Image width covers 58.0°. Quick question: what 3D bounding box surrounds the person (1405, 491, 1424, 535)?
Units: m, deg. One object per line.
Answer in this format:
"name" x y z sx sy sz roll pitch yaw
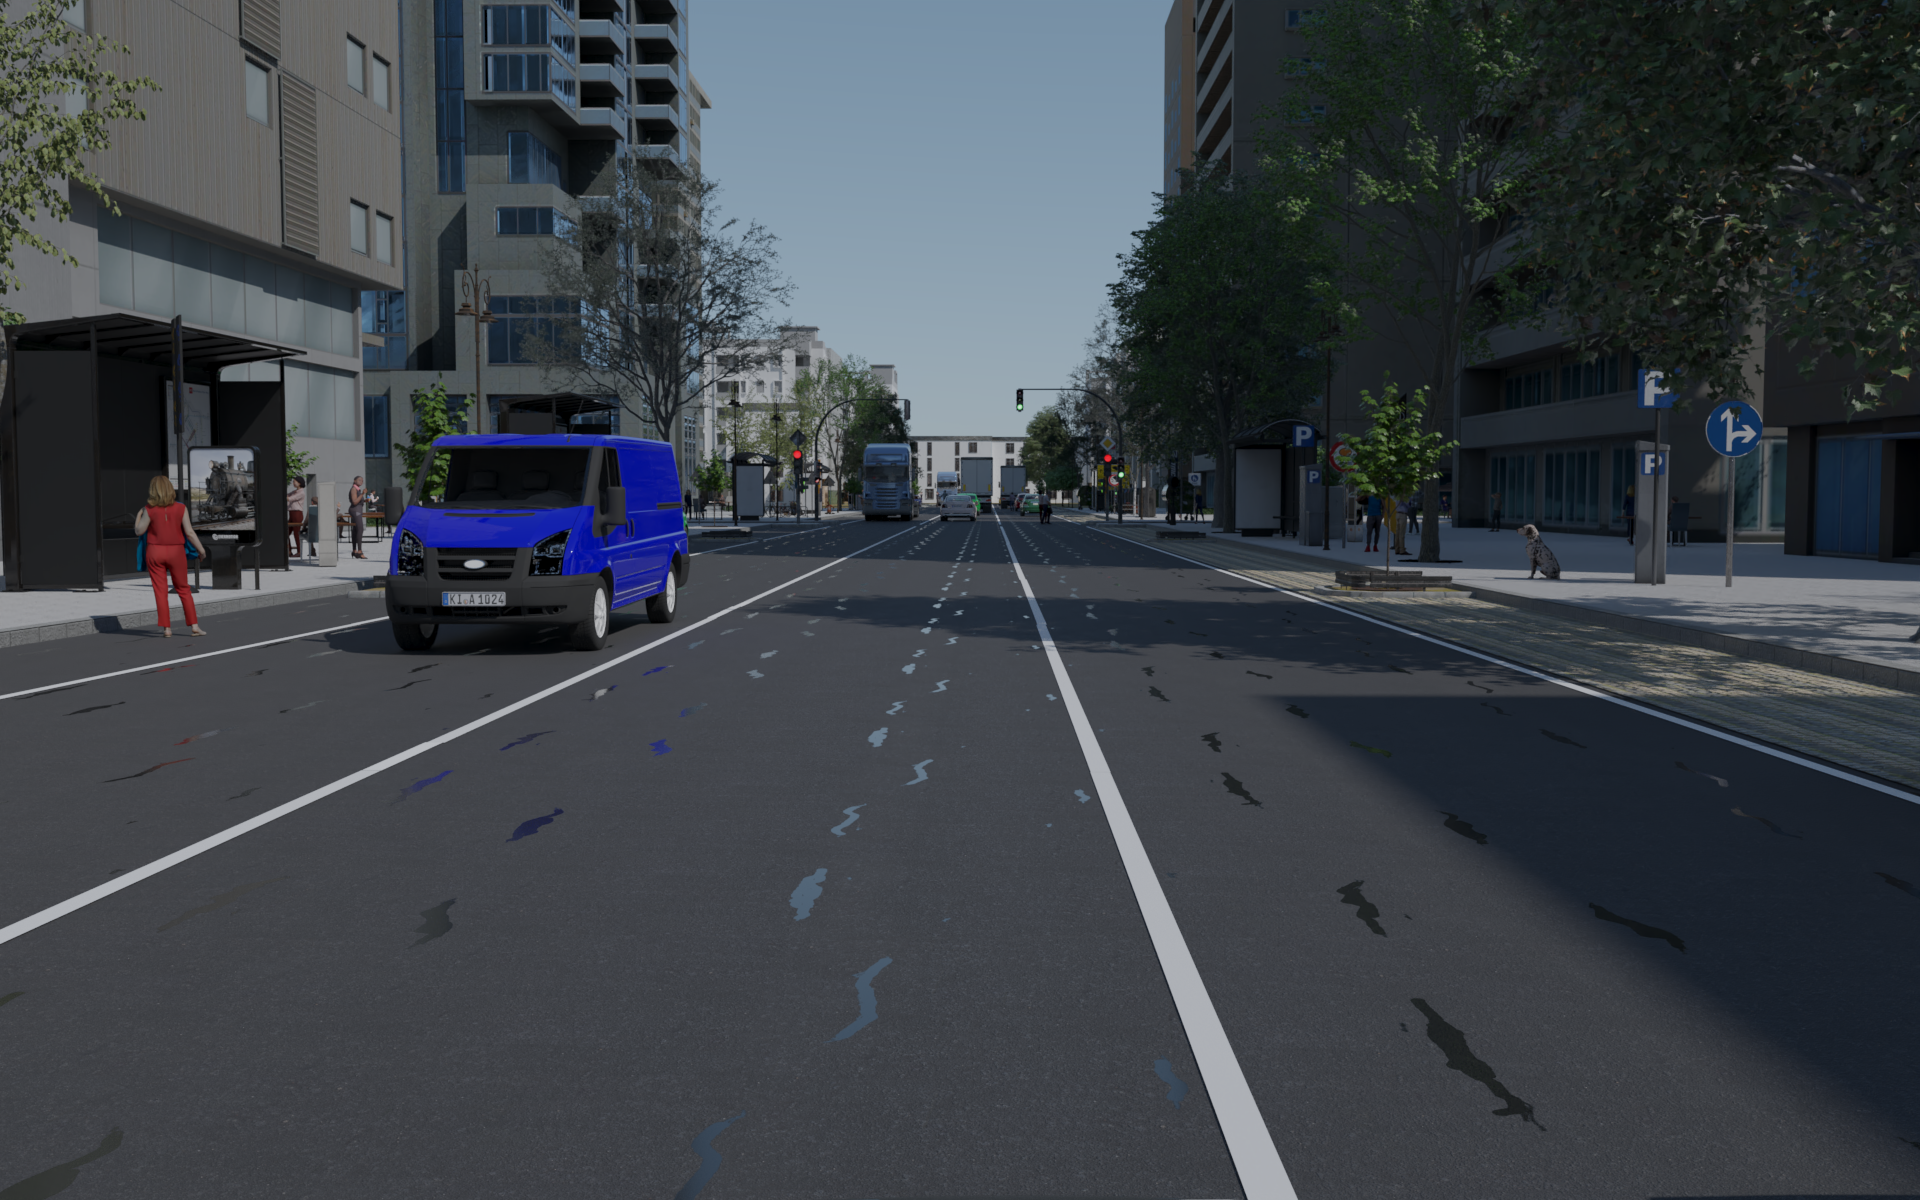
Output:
"person" 14.122 -2.890 54.013 0.841 1.734 0.376 -2 4 -32

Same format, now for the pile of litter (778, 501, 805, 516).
"pile of litter" -10.044 -5.471 103.424 1.719 0.858 1.176 0 4 -4

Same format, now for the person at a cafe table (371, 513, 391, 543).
"person at a cafe table" -16.040 -2.125 45.597 1.726 1.238 1.698 -1 4 -13

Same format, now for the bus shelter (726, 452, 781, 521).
"bus shelter" -10.122 -5.598 85.452 2.014 3.302 5.546 0 4 1

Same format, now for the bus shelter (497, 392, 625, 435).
"bus shelter" -9.769 -3.158 42.923 1.731 3.624 6.357 0 4 1

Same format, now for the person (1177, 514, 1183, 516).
"person" 13.068 -5.685 102.897 0.340 1.345 0.435 1 4 16

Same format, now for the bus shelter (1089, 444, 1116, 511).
"bus shelter" 11.038 -9.463 132.356 2.179 5.291 8.768 0 4 1

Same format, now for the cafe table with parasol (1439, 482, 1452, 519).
"cafe table with parasol" 25.690 -5.197 89.837 2.610 1.966 2.610 2 4 26

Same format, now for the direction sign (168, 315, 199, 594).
"direction sign" -10.044 -1.853 22.298 0.379 3.537 0.876 -2 4 -30

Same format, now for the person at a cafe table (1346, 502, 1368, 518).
"person at a cafe table" 13.557 -3.049 60.720 1.698 1.238 1.726 3 4 36

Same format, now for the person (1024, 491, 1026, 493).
"person" 6.212 -9.387 162.709 0.721 1.736 1.217 0 4 6

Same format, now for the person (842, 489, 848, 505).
"person" -14.042 -12.407 208.530 1.348 1.869 0.705 3 5 40

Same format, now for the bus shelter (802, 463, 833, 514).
"bus shelter" -9.600 -7.348 114.070 2.014 3.302 5.546 0 4 1

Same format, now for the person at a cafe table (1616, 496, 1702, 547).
"person at a cafe table" 17.291 -1.934 42.477 1.698 1.238 1.726 0 4 -2

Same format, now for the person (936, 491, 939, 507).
"person" -2.384 -10.986 188.918 0.445 1.727 0.742 -2 4 -34

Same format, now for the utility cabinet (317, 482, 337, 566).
"utility cabinet" -11.296 -1.359 30.904 0.318 1.500 1.173 -1 4 -19

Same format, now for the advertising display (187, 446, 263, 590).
"advertising display" -9.836 -1.099 23.186 0.974 1.923 0.123 0 4 6

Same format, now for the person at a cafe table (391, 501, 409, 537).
"person at a cafe table" -17.244 -2.485 51.491 1.726 1.238 1.698 -2 4 -29

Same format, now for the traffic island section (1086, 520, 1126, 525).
"traffic island section" 7.044 -3.690 82.615 2.009 0.180 2.903 0 4 1

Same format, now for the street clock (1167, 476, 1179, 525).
"street clock" 8.750 -4.069 71.097 0.471 2.002 0.358 -3 4 -37

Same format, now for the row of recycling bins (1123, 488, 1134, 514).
"row of recycling bins" 11.292 -6.533 113.929 1.069 1.692 3.534 -1 4 -12

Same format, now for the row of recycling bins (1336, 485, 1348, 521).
"row of recycling bins" 16.729 -4.607 82.434 3.534 1.692 1.069 1 4 21

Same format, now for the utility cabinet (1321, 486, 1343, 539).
"utility cabinet" 10.591 -2.496 49.490 0.318 1.500 1.173 3 4 39

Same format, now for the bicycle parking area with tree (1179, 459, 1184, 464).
"bicycle parking area with tree" 20.224 -9.220 137.752 8.231 4.147 9.016 1 4 18

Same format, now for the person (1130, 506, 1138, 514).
"person" 11.010 -5.832 109.675 0.859 0.850 0.655 -2 4 -32

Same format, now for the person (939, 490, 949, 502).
"person" -1.370 -9.327 161.080 1.350 1.814 0.705 1 4 22

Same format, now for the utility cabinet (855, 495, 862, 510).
"utility cabinet" -7.953 -7.840 139.346 0.306 1.237 1.020 3 5 40

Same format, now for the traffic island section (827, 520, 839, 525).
"traffic island section" -6.876 -3.704 82.844 2.009 0.180 2.903 0 4 1

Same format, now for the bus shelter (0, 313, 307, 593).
"bus shelter" -11.676 -2.099 25.599 1.731 3.624 6.357 0 4 1

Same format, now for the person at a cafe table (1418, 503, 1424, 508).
"person at a cafe table" 40.630 -8.873 153.595 1.698 1.524 1.622 1 4 11

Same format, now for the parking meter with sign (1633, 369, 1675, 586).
"parking meter with sign" 9.984 -1.754 24.945 0.543 3.016 1.738 1 4 19

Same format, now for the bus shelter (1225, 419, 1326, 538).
"bus shelter" 8.926 -3.386 49.290 2.014 3.302 5.546 0 4 1

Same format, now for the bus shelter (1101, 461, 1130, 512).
"bus shelter" 11.206 -8.159 124.678 1.731 3.624 6.357 0 4 1

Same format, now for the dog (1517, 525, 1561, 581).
"dog" 8.799 -0.712 26.027 0.513 0.831 0.800 -1 4 -15

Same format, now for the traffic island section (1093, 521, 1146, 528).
"traffic island section" 6.915 -3.202 74.631 2.009 0.180 2.903 0 4 1

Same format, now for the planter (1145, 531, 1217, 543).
"planter" 6.541 -1.868 51.676 1.991 0.319 1.994 0 4 1

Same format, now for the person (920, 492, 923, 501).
"person" -4.851 -12.534 214.239 0.445 1.727 0.742 -3 5 -41

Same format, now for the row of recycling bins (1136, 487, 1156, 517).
"row of recycling bins" 10.687 -5.611 98.852 1.069 1.692 3.534 0 4 6

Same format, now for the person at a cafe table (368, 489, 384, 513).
"person at a cafe table" -29.531 -4.867 88.090 1.622 1.524 1.698 -3 4 -38

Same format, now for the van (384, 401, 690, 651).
"van" -4.166 -0.810 17.630 2.240 2.365 5.245 0 4 1

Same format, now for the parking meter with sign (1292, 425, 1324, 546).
"parking meter with sign" 8.724 -2.870 43.192 0.543 3.016 1.738 0 4 -1

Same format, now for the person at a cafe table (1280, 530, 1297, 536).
"person at a cafe table" 10.432 -2.746 53.405 1.698 1.524 1.622 -1 4 -22

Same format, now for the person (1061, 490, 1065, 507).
"person" 10.641 -10.549 178.536 0.705 1.821 1.348 0 4 8

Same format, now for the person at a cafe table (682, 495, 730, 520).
"person at a cafe table" -12.613 -4.578 85.718 1.698 1.238 1.726 1 4 22

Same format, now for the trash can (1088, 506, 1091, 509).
"trash can" 11.390 -8.434 149.555 0.748 1.137 0.748 0 3 0

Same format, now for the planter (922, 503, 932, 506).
"planter" -4.463 -11.706 212.532 1.991 0.319 1.994 0 4 1

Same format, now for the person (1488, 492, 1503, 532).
"person" 18.216 -2.995 58.915 0.340 1.345 0.435 3 5 42

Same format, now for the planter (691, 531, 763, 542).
"planter" -7.038 -1.929 52.677 1.991 0.319 1.994 0 4 1

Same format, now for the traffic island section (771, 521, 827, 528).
"traffic island section" -7.004 -3.216 74.859 2.009 0.180 2.903 0 4 1

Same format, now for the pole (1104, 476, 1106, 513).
"pole" 9.867 -7.538 117.092 0.158 3.312 0.155 0 3 0

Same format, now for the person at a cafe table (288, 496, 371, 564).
"person at a cafe table" -12.281 -1.331 32.619 1.698 1.238 1.726 -2 4 -35

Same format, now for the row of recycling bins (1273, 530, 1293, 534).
"row of recycling bins" 10.300 -3.072 57.344 1.069 1.692 3.534 0 4 1

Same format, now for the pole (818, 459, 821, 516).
"pole" -8.291 -6.601 101.769 0.158 3.312 0.155 0 3 0
